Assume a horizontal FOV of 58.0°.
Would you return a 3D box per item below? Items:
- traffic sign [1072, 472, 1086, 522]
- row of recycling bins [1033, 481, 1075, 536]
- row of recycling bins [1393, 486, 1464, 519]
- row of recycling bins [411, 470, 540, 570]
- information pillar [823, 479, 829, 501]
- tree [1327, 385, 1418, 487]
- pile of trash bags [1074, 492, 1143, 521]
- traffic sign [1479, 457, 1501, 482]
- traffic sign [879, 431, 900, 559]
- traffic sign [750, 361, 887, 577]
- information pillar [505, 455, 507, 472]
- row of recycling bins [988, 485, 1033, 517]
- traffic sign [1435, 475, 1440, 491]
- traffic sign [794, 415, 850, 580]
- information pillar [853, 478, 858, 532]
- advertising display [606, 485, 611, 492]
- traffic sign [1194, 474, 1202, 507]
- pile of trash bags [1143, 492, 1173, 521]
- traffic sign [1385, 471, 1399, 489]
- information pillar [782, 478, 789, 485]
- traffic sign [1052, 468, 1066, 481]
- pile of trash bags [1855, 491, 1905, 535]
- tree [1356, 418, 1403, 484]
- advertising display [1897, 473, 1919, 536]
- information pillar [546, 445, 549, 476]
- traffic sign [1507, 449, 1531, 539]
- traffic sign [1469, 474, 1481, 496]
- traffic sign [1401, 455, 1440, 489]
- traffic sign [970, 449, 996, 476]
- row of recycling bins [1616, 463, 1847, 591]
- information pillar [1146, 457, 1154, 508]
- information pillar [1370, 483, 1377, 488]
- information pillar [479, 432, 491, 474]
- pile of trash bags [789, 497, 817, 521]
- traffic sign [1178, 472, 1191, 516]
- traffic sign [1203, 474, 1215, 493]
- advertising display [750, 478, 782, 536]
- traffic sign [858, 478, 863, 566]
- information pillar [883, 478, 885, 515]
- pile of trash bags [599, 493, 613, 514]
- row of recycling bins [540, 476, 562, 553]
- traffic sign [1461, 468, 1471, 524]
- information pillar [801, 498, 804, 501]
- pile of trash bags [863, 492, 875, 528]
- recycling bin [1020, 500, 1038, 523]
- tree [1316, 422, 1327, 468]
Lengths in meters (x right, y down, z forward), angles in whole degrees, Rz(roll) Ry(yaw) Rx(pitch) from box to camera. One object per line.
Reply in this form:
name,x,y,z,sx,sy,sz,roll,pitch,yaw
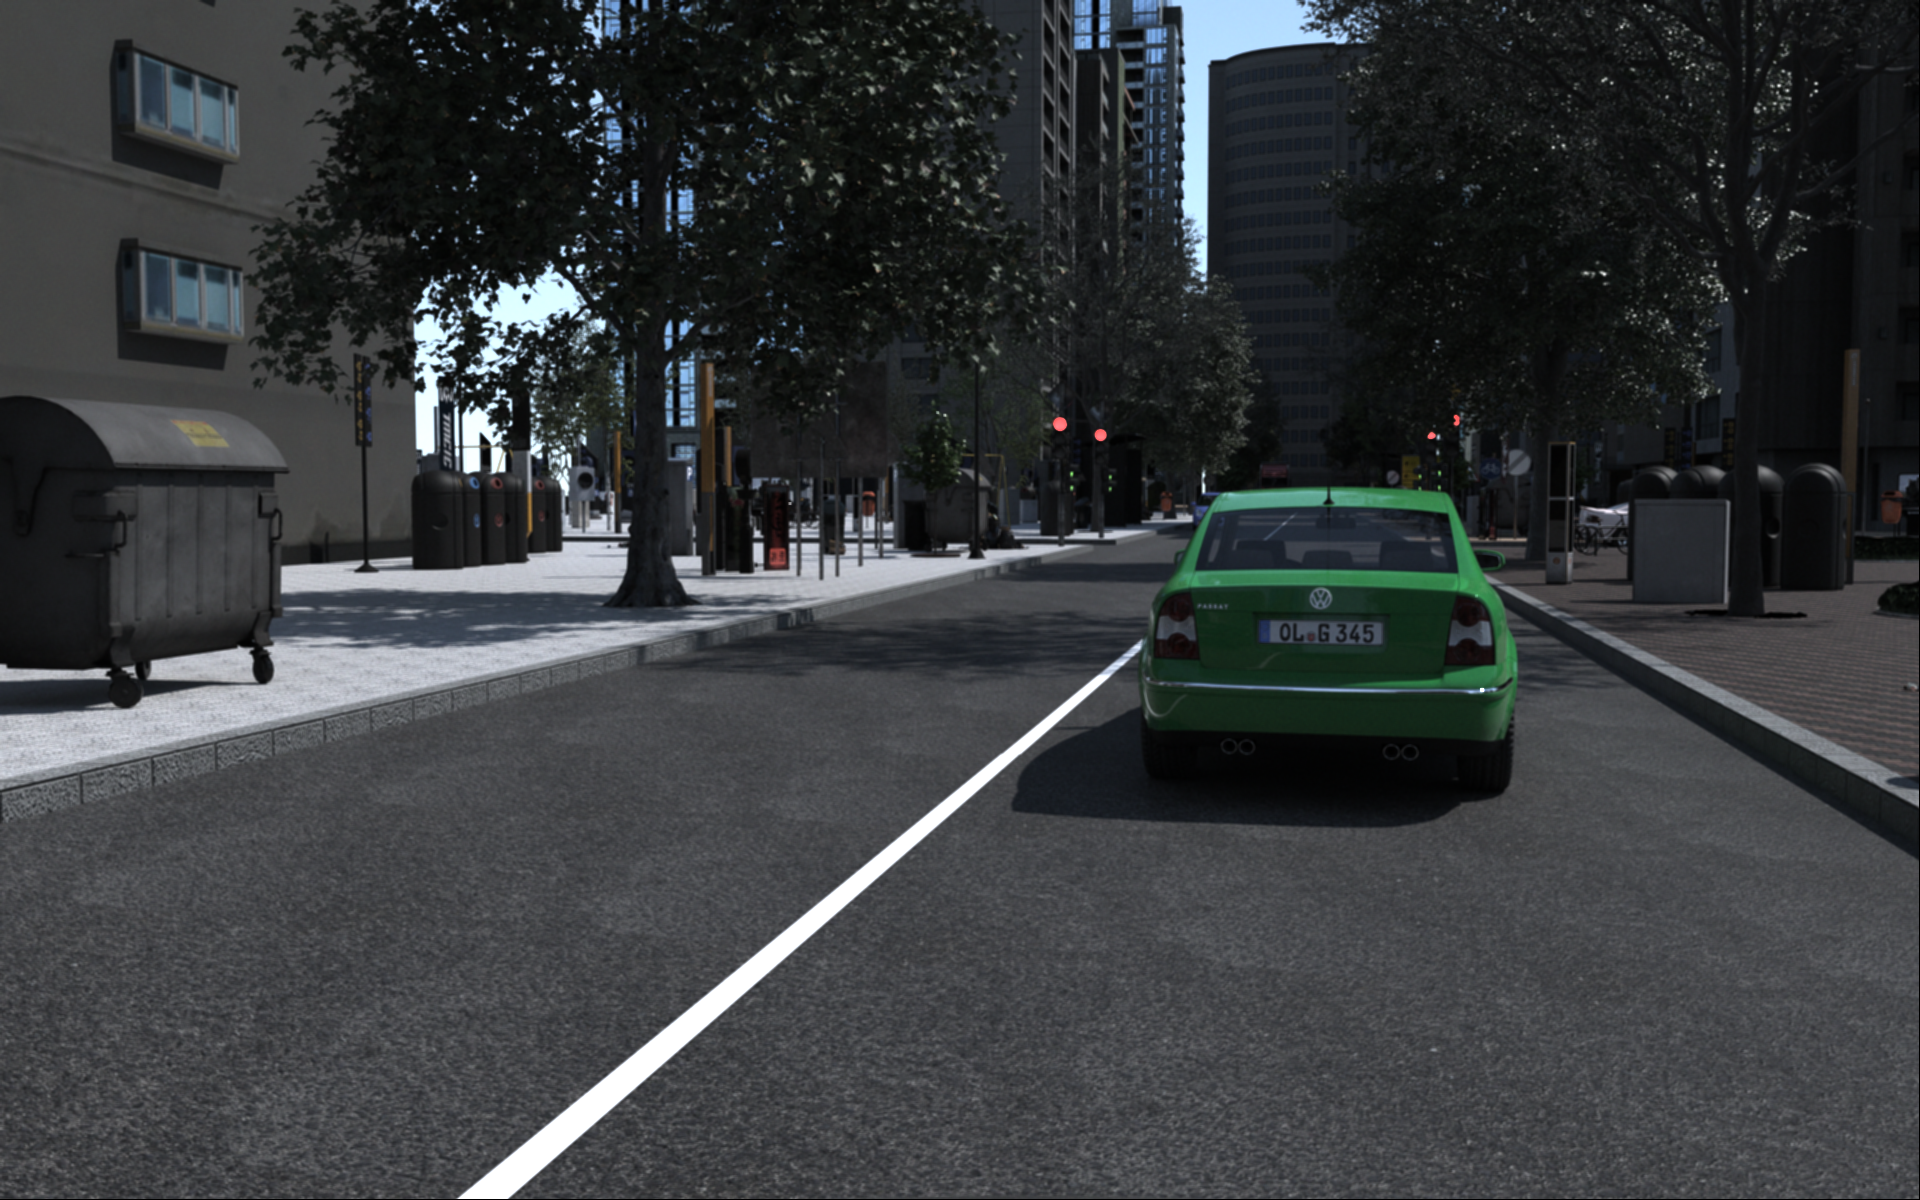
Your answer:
traffic sign,4.708,-4.313,70.528,0.884,2.594,0.081,1,4,21
row of recycling bins,3.031,-2.879,54.191,1.069,1.692,3.534,0,4,6
row of recycling bins,22.687,-4.702,83.991,3.534,1.692,1.069,0,4,-6
row of recycling bins,-8.771,-1.458,30.949,1.069,1.692,3.534,1,4,9
information pillar,-6.586,-4.923,84.978,0.304,2.012,0.304,0,4,-2
tree,31.850,-11.984,130.359,7.601,10.594,8.767,1,4,14
pile of trash bags,6.514,-4.343,80.760,3.447,1.369,1.912,1,4,19
traffic sign,18.429,-3.675,60.195,0.768,2.556,0.104,1,4,21
traffic sign,-1.569,-2.095,34.354,0.768,2.556,0.104,1,4,20
traffic sign,-2.213,-2.020,26.903,2.265,3.308,0.079,1,4,16
information pillar,-22.140,-5.750,85.368,0.504,3.616,0.183,-1,4,-9
row of recycling bins,2.768,-4.625,82.734,3.534,1.692,1.069,1,4,18
traffic sign,22.341,-4.851,81.442,0.606,2.300,0.079,1,4,14
traffic sign,-2.068,-1.577,25.789,0.884,2.594,0.081,1,4,18
information pillar,-3.489,-3.321,58.782,0.304,2.012,0.304,0,4,-5
advertising display,-24.036,-6.919,118.338,0.123,1.923,0.974,-2,4,-24
traffic sign,15.262,-6.857,112.221,0.768,2.556,0.104,1,4,14
pile of trash bags,8.665,-4.540,83.977,3.447,1.369,1.912,-1,4,-15
traffic sign,23.356,-5.721,93.641,0.768,2.556,0.104,1,4,19
information pillar,-10.537,-6.928,104.623,0.504,3.616,0.183,3,5,41
traffic sign,4.177,-4.307,70.421,0.884,2.594,0.081,1,4,18
pile of trash bags,25.635,-2.485,50.386,1.912,1.369,3.447,-3,4,-39
tree,34.740,-11.785,143.039,4.360,8.622,3.978,0,3,0
advertising display,29.143,-2.916,52.891,0.123,1.923,0.974,-3,5,-39
information pillar,-19.504,-5.538,81.893,0.183,3.616,0.504,-1,4,-8
traffic sign,15.725,-2.990,48.987,0.768,2.556,0.104,1,4,18
traffic sign,22.630,-4.700,76.849,0.884,2.594,0.081,1,4,13
traffic sign,24.183,-5.902,90.373,2.265,3.308,0.079,1,4,19
traffic sign,0.606,-3.073,50.242,0.884,2.594,0.081,1,4,13
row of recycling bins,10.900,-1.065,24.518,1.069,1.692,3.534,-2,4,-24
information pillar,10.819,-6.563,98.660,0.504,3.616,0.183,-1,4,-16
information pillar,26.816,-6.595,112.325,0.304,2.012,0.304,-2,4,-27
information pillar,-17.931,-4.532,65.450,0.183,3.616,0.504,2,4,35
pile of trash bags,-8.508,-4.476,82.942,3.447,1.369,1.912,0,4,2
traffic sign,12.897,-6.079,99.492,0.768,2.556,0.104,1,4,21
traffic sign,15.994,-6.801,111.302,0.768,2.556,0.104,1,4,14
advertising display,-5.981,-2.951,53.465,0.974,1.923,0.123,-1,4,-17
traffic sign,-1.766,-1.869,30.670,0.768,2.556,0.104,1,4,17
information pillar,-4.616,-6.994,105.698,0.504,3.616,0.183,3,4,37
pile of trash bags,-23.045,-6.165,110.544,1.912,1.369,3.447,1,4,14
row of recycling bins,-9.510,-1.842,37.223,1.069,1.692,3.534,0,4,7
traffic sign,17.157,-3.545,59.145,0.795,2.450,0.064,1,4,17
information pillar,-10.483,-7.465,113.412,0.504,3.616,0.183,-1,4,-8
pile of trash bags,-2.078,-3.396,65.284,3.447,1.369,1.912,0,4,6
recycling bin,3.070,-3.968,77.424,0.722,1.027,0.722,0,4,-8
tree,37.573,-13.827,160.485,8.767,10.594,7.601,-1,4,-13
